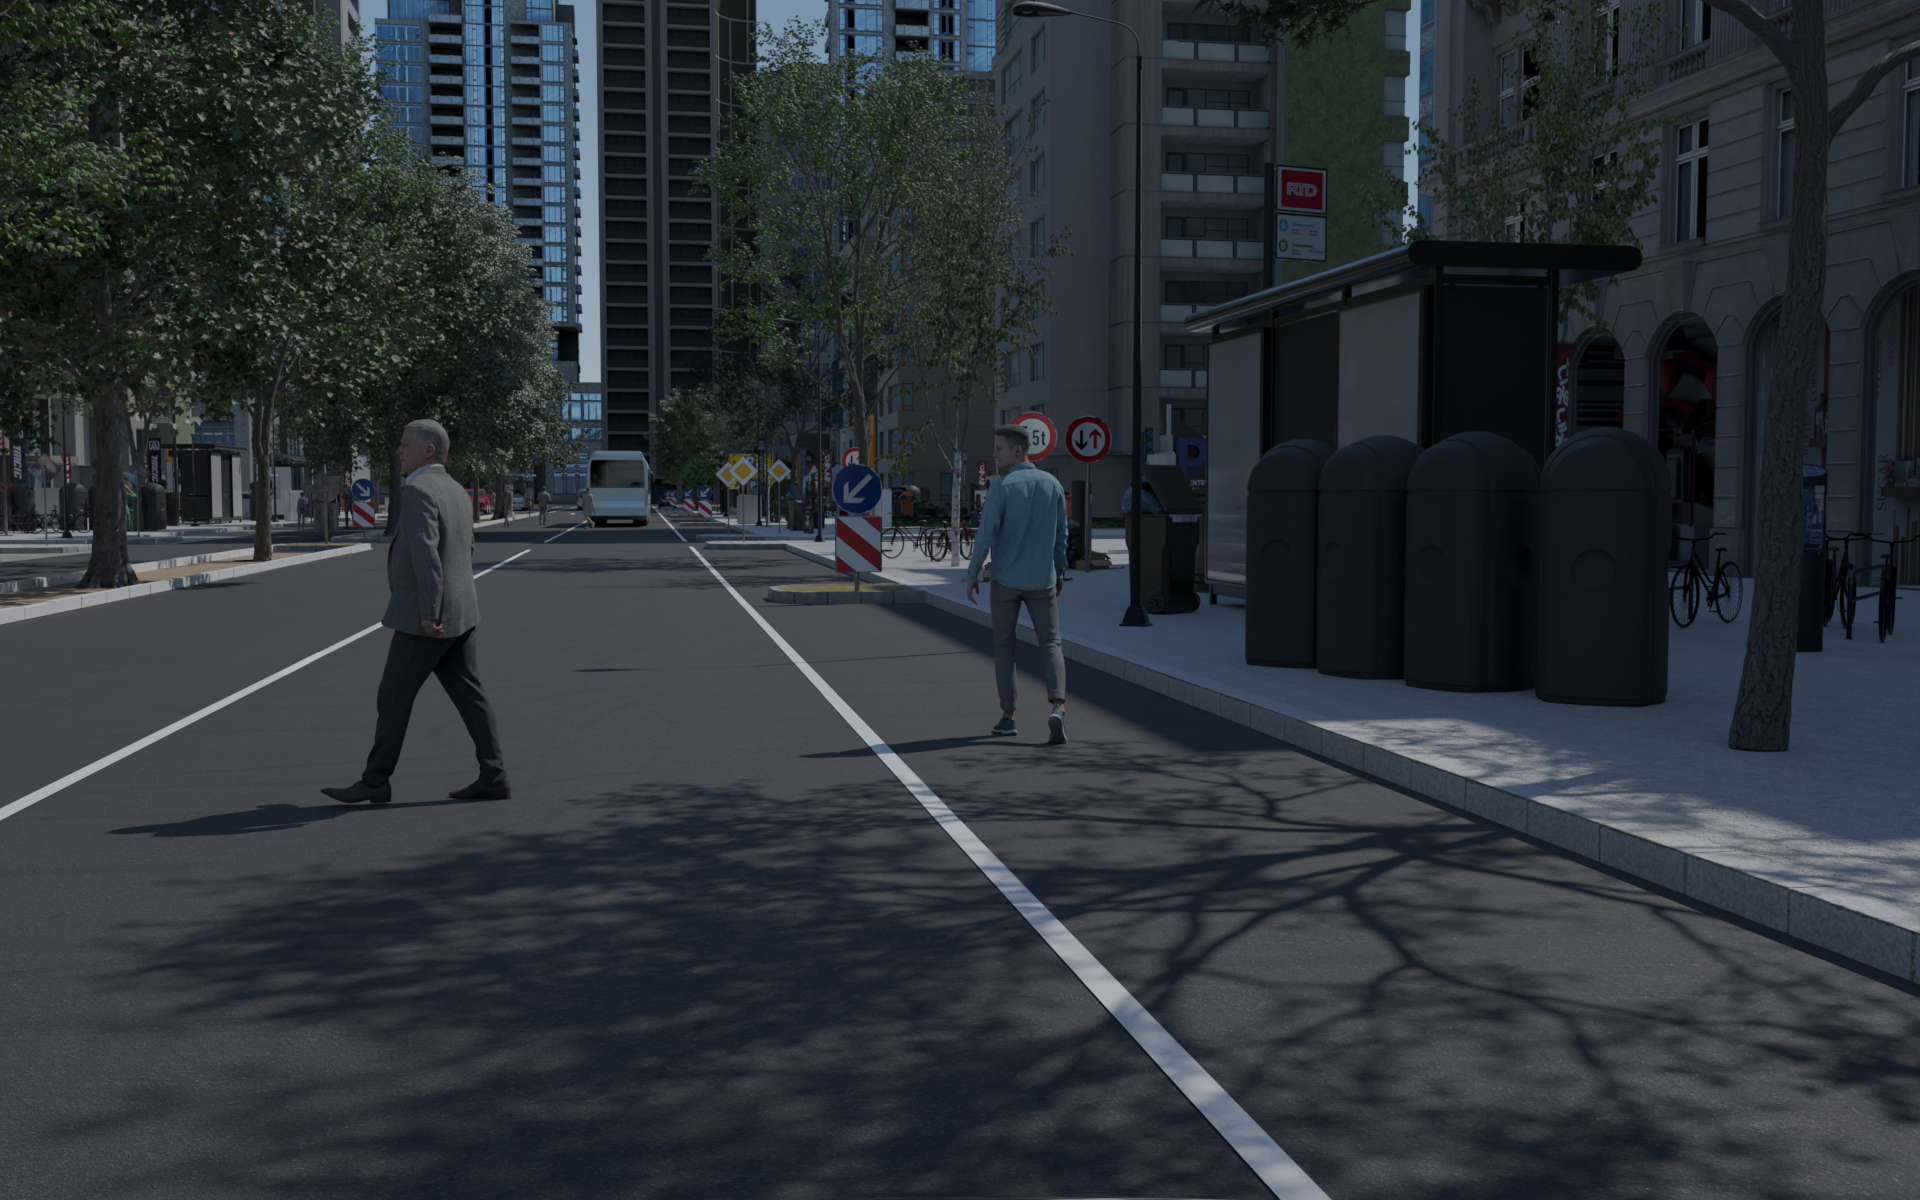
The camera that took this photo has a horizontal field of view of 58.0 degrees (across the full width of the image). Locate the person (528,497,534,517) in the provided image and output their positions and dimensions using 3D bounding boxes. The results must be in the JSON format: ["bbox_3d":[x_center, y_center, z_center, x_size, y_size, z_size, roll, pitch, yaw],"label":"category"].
[{"bbox_3d":[-26.415,-5.713,106.575,0.373,1.253,0.362,0,4,-4],"label":"person"}]

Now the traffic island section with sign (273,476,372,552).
[{"bbox_3d":[-16.271,-2.202,44.138,2.006,1.907,1.989,-1,4,-10],"label":"traffic island section with sign"}]

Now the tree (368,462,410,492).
[{"bbox_3d":[-40.704,-8.609,124.474,4.285,4.588,4.351,0,3,0],"label":"tree"}]

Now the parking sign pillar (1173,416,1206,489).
[{"bbox_3d":[8.017,-4.361,59.775,1.447,3.967,1.447,-1,4,-11],"label":"parking sign pillar"}]

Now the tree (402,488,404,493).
[{"bbox_3d":[-42.616,-8.491,133.427,1.663,3.219,1.824,0,3,0],"label":"tree"}]

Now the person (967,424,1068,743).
[{"bbox_3d":[0.361,-0.108,10.132,0.638,1.841,0.748,-1,4,-12],"label":"person"}]

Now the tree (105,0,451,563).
[{"bbox_3d":[-14.577,-6.598,36.089,9.928,11.665,9.643,0,3,0],"label":"tree"}]

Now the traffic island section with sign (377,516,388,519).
[{"bbox_3d":[-33.123,-5.702,101.861,1.989,1.847,2.006,-1,4,-10],"label":"traffic island section with sign"}]

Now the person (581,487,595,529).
[{"bbox_3d":[-15.185,-3.769,70.876,0.760,1.731,0.466,3,4,37],"label":"person"}]

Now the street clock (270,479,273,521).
[{"bbox_3d":[-32.627,-4.721,81.756,0.358,2.002,0.471,-3,5,-40],"label":"street clock"}]

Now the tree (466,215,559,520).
[{"bbox_3d":[-18.232,-8.327,55.617,9.611,12.733,9.660,0,3,0],"label":"tree"}]

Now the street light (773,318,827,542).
[{"bbox_3d":[-4.275,-4.491,45.969,1.470,5.913,1.316,-1,4,-10],"label":"street light"}]

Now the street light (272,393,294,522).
[{"bbox_3d":[-30.606,-6.494,78.711,1.470,5.913,1.316,-1,4,-10],"label":"street light"}]

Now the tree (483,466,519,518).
[{"bbox_3d":[-28.181,-9.496,108.086,4.360,8.622,3.978,0,3,0],"label":"tree"}]

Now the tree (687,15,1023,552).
[{"bbox_3d":[-2.223,-6.884,38.312,9.928,11.665,9.643,0,3,0],"label":"tree"}]

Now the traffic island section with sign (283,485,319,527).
[{"bbox_3d":[-28.256,-4.081,75.348,1.989,1.847,2.006,-1,4,-10],"label":"traffic island section with sign"}]

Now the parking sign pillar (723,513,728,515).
[{"bbox_3d":[-13.342,-6.976,102.524,1.447,3.967,1.447,-1,4,-16],"label":"parking sign pillar"}]

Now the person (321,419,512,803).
[{"bbox_3d":[-2.527,0.052,8.050,0.834,1.777,0.661,0,4,-5],"label":"person"}]

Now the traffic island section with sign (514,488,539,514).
[{"bbox_3d":[-31.224,-7.167,125.323,2.006,1.907,1.989,-1,4,-10],"label":"traffic island section with sign"}]

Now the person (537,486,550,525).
[{"bbox_3d":[-19.281,-4.375,80.223,0.606,1.804,0.583,-1,4,-14],"label":"person"}]

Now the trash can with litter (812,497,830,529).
[{"bbox_3d":[-5.296,-3.177,63.330,0.624,1.170,1.055,3,4,37],"label":"trash can with litter"}]

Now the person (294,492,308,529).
[{"bbox_3d":[-27.118,-3.681,71.281,0.523,1.515,0.503,2,4,26],"label":"person"}]

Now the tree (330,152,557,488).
[{"bbox_3d":[-20.229,-9.554,65.314,9.857,13.997,8.962,0,3,0],"label":"tree"}]

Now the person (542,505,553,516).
[{"bbox_3d":[-27.336,-6.161,114.727,0.738,1.151,1.012,1,4,20],"label":"person"}]

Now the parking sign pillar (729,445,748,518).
[{"bbox_3d":[-11.562,-6.503,94.794,1.447,3.967,1.447,1,4,19],"label":"parking sign pillar"}]

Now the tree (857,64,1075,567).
[{"bbox_3d":[-0.049,-4.907,30.597,4.360,8.622,3.978,0,3,0],"label":"tree"}]

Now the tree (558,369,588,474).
[{"bbox_3d":[-25.383,-10.739,95.050,9.611,12.733,9.660,0,3,0],"label":"tree"}]

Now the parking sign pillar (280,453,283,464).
[{"bbox_3d":[-44.994,-7.657,113.660,1.447,3.967,1.447,1,4,8],"label":"parking sign pillar"}]

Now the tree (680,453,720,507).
[{"bbox_3d":[-20.622,-9.487,138.833,4.285,4.588,4.351,0,3,0],"label":"tree"}]

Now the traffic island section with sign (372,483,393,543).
[{"bbox_3d":[-17.604,-2.648,51.424,2.006,1.907,1.989,-1,4,-10],"label":"traffic island section with sign"}]

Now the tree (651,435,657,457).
[{"bbox_3d":[-16.174,-11.292,119.043,8.767,10.594,7.601,1,4,9],"label":"tree"}]

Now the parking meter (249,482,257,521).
[{"bbox_3d":[-33.736,-4.711,82.731,0.399,1.863,0.255,3,5,45],"label":"parking meter"}]

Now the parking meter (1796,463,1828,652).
[{"bbox_3d":[6.872,-0.352,14.168,0.372,1.533,0.369,0,3,0],"label":"parking meter"}]

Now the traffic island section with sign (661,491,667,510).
[{"bbox_3d":[-25.692,-8.914,154.375,1.989,1.847,2.006,-1,4,-10],"label":"traffic island section with sign"}]

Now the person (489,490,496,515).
[{"bbox_3d":[-31.150,-6.513,115.322,0.374,1.781,0.599,-3,5,-44],"label":"person"}]

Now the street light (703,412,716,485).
[{"bbox_3d":[-13.812,-7.670,97.947,1.470,5.913,1.316,-1,4,-10],"label":"street light"}]

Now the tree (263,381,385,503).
[{"bbox_3d":[-34.675,-9.835,95.217,7.601,10.594,8.767,0,4,-1],"label":"tree"}]

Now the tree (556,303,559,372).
[{"bbox_3d":[-21.886,-10.153,75.115,9.857,13.997,8.962,0,3,0],"label":"tree"}]

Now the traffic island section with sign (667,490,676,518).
[{"bbox_3d":[-16.490,-5.857,104.391,1.989,1.847,2.006,-1,4,-10],"label":"traffic island section with sign"}]

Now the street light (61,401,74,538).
[{"bbox_3d":[-25.344,-4.744,50.108,1.470,5.913,1.316,-1,4,-10],"label":"street light"}]

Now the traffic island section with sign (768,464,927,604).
[{"bbox_3d":[-1.589,-0.911,23.517,1.989,1.847,2.006,-1,4,-10],"label":"traffic island section with sign"}]

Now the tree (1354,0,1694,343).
[{"bbox_3d":[7.924,-4.497,23.893,4.737,8.622,4.395,0,3,0],"label":"tree"}]

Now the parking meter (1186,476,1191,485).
[{"bbox_3d":[7.228,-3.061,55.759,0.255,1.863,0.399,-1,4,-22],"label":"parking meter"}]

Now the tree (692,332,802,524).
[{"bbox_3d":[-8.284,-7.500,72.985,4.360,8.622,3.978,0,3,0],"label":"tree"}]

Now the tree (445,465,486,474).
[{"bbox_3d":[-47.714,-14.125,165.351,8.767,10.594,7.601,0,4,-1],"label":"tree"}]

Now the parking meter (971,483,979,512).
[{"bbox_3d":[0.795,-5.413,94.217,0.399,1.863,0.255,-2,4,-33],"label":"parking meter"}]

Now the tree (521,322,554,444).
[{"bbox_3d":[-23.855,-9.611,85.347,9.928,11.665,9.643,0,3,0],"label":"tree"}]

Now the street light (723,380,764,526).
[{"bbox_3d":[-8.601,-5.920,69.335,1.470,5.913,1.316,-1,4,-10],"label":"street light"}]

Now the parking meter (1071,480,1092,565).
[{"bbox_3d":[2.217,-1.415,31.551,0.372,1.533,0.369,0,3,0],"label":"parking meter"}]

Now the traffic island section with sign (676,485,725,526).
[{"bbox_3d":[-11.601,-4.236,77.882,1.989,1.847,2.006,-1,4,-10],"label":"traffic island section with sign"}]

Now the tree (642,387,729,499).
[{"bbox_3d":[-31.258,-17.895,199.243,9.857,13.997,8.962,0,3,0],"label":"tree"}]

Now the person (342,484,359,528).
[{"bbox_3d":[-25.398,-3.904,72.132,0.655,1.846,0.447,-2,4,-27],"label":"person"}]

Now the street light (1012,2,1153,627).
[{"bbox_3d":[1.181,-2.696,16.620,1.470,5.913,1.316,-1,4,-10],"label":"street light"}]

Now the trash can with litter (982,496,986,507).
[{"bbox_3d":[1.594,-4.370,82.832,1.055,1.170,0.624,2,4,30],"label":"trash can with litter"}]

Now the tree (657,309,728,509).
[{"bbox_3d":[-6.135,-7.846,62.690,8.767,10.594,7.601,-1,4,-14],"label":"tree"}]

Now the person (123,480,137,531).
[{"bbox_3d":[-19.641,-1.944,40.538,0.600,1.795,0.529,0,4,-4],"label":"person"}]

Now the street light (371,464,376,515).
[{"bbox_3d":[-35.895,-8.243,107.309,1.470,5.913,1.316,-1,4,-10],"label":"street light"}]

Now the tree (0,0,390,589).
[{"bbox_3d":[-13.051,-6.535,26.320,9.611,12.733,9.660,0,3,0],"label":"tree"}]

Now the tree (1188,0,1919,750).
[{"bbox_3d":[4.339,-4.517,8.264,7.601,10.594,8.767,1,4,21],"label":"tree"}]
